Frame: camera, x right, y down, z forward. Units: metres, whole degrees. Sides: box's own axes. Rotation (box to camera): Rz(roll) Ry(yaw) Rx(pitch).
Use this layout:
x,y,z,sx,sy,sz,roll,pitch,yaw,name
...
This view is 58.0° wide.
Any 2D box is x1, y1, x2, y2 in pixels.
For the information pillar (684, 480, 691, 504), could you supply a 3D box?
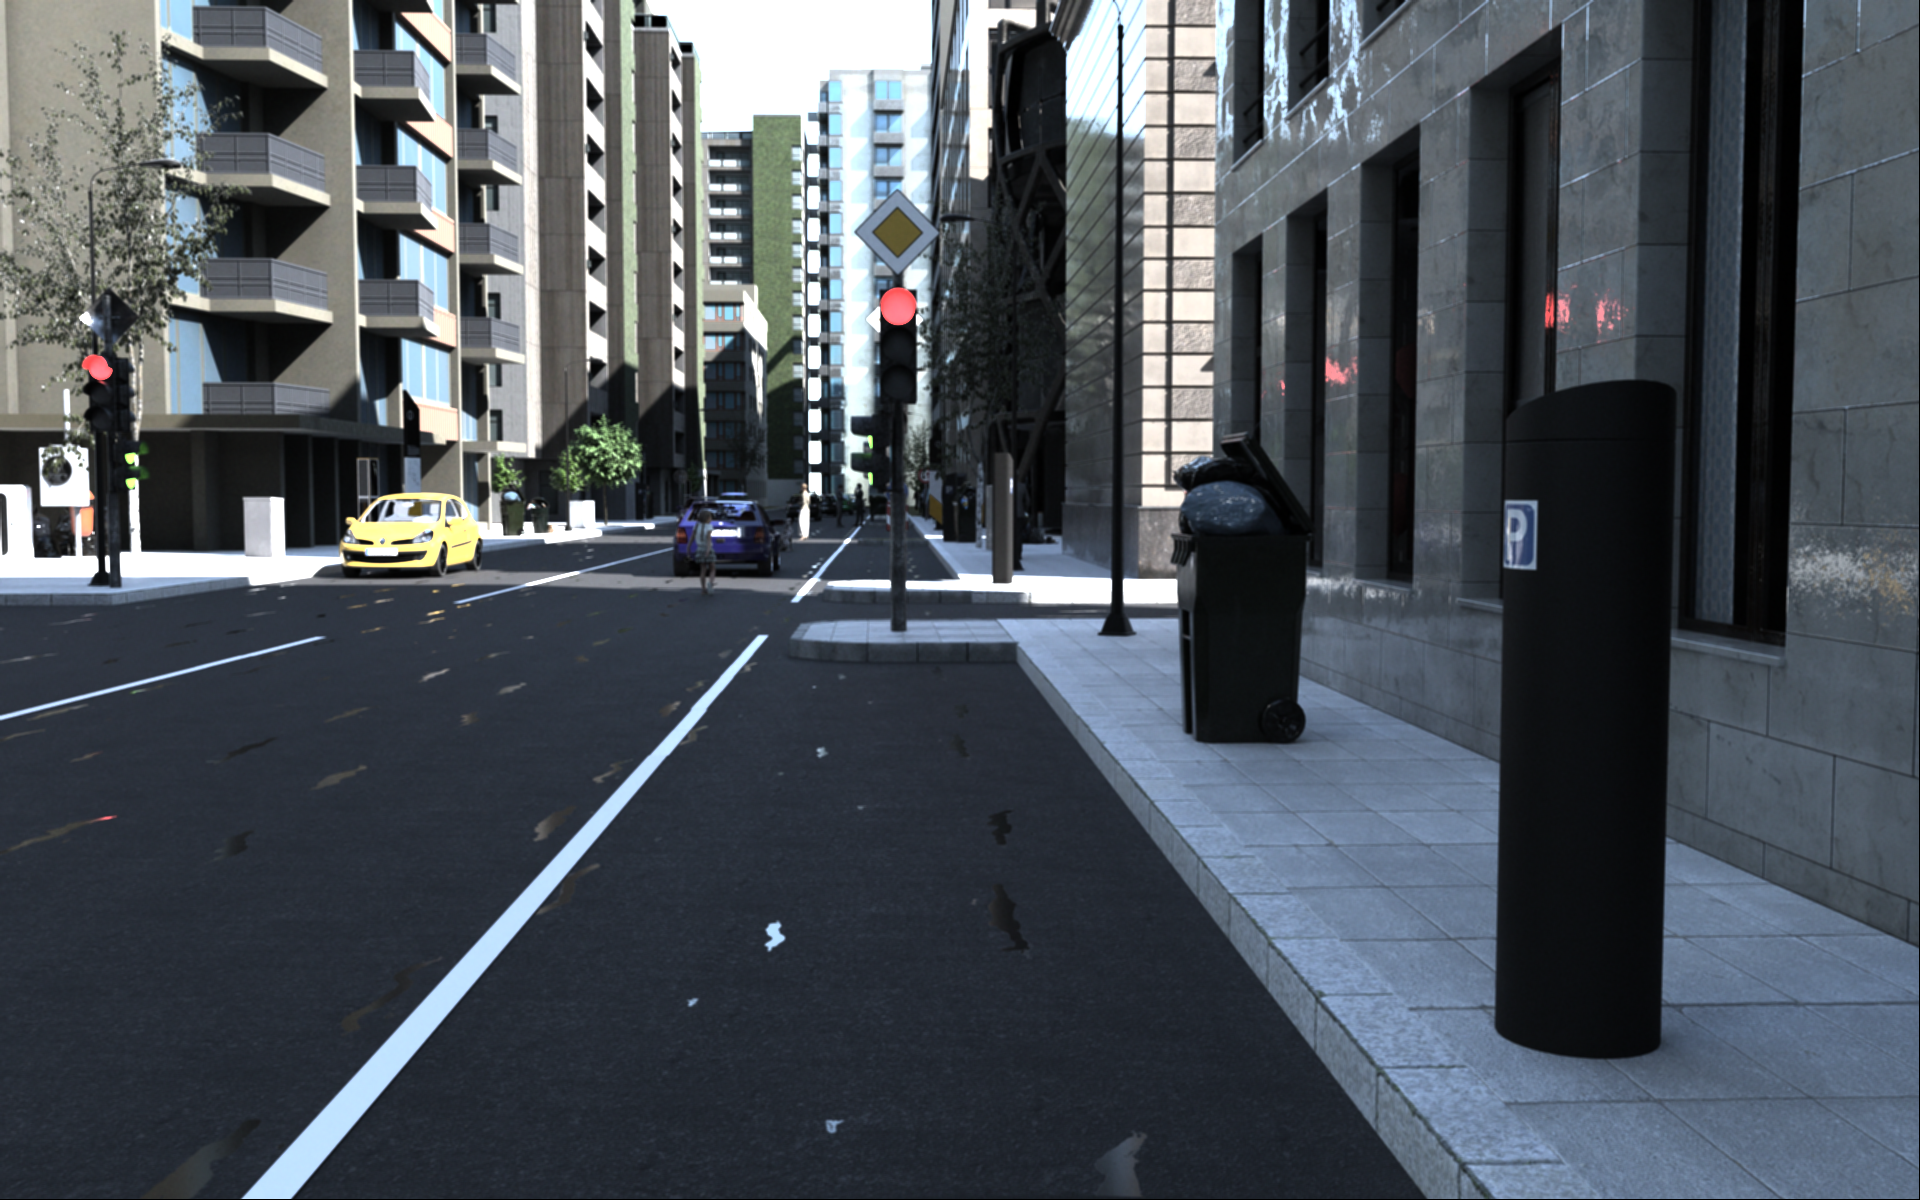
x,y,z,sx,sy,sz,roll,pitch,yaw,name
-14.243,-5.260,90.498,0.304,2.012,0.304,-2,4,-28,information pillar

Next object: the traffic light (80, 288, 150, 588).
x,y,z,sx,sy,sz,roll,pitch,yaw,name
-11.573,-2.124,23.653,0.839,4.253,0.868,0,4,-2,traffic light

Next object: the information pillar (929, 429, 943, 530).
x,y,z,sx,sy,sz,roll,pitch,yaw,name
-0.849,-4.311,61.847,0.504,3.616,0.183,0,4,3,information pillar

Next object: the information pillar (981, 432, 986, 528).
x,y,z,sx,sy,sz,roll,pitch,yaw,name
0.876,-4.548,65.711,0.183,3.616,0.504,1,4,10,information pillar

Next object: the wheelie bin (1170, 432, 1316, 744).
x,y,z,sx,sy,sz,roll,pitch,yaw,name
1.461,-0.073,9.106,0.693,1.594,0.980,0,4,-3,wheelie bin

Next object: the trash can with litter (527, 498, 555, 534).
x,y,z,sx,sy,sz,roll,pitch,yaw,name
-13.518,-2.726,55.956,0.624,1.170,1.055,1,4,8,trash can with litter

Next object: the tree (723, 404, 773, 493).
x,y,z,sx,sy,sz,roll,pitch,yaw,name
-17.733,-11.769,142.782,4.360,8.622,3.978,0,3,0,tree

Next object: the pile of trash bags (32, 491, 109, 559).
x,y,z,sx,sy,sz,roll,pitch,yaw,name
-18.175,-1.556,35.189,1.912,1.369,3.447,-3,5,-40,pile of trash bags

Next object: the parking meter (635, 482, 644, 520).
x,y,z,sx,sy,sz,roll,pitch,yaw,name
-15.779,-4.874,85.394,0.399,1.863,0.255,-2,4,-27,parking meter

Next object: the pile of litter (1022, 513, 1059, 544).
x,y,z,sx,sy,sz,roll,pitch,yaw,name
1.714,-1.897,44.975,1.719,0.858,1.176,3,5,40,pile of litter

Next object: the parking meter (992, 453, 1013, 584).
x,y,z,sx,sy,sz,roll,pitch,yaw,name
0.612,-1.166,24.781,0.255,1.863,0.399,1,4,10,parking meter

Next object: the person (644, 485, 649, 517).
x,y,z,sx,sy,sz,roll,pitch,yaw,name
-17.382,-5.474,95.894,0.444,1.785,0.601,3,4,37,person

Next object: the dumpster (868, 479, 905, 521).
x,y,z,sx,sy,sz,roll,pitch,yaw,name
-3.858,-5.314,91.831,1.985,2.255,1.502,0,4,-1,dumpster

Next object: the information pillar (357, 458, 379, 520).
x,y,z,sx,sy,sz,roll,pitch,yaw,name
-12.073,-1.888,35.364,0.304,2.012,0.304,1,4,20,information pillar

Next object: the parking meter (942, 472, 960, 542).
x,y,z,sx,sy,sz,roll,pitch,yaw,name
-0.283,-2.512,46.775,0.399,1.863,0.255,1,4,10,parking meter

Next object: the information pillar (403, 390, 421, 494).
x,y,z,sx,sy,sz,roll,pitch,yaw,name
-12.406,-2.927,39.219,0.183,3.616,0.504,1,4,20,information pillar

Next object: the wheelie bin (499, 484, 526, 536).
x,y,z,sx,sy,sz,roll,pitch,yaw,name
-13.576,-2.730,52.539,0.693,1.594,0.980,-2,4,-33,wheelie bin

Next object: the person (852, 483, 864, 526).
x,y,z,sx,sy,sz,roll,pitch,yaw,name
-4.519,-4.220,76.862,0.474,1.900,0.648,-1,4,-17,person

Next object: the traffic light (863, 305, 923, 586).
x,y,z,sx,sy,sz,roll,pitch,yaw,name
-0.922,-2.152,24.105,0.839,4.253,0.868,0,4,-2,traffic light

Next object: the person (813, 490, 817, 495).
x,y,z,sx,sy,sz,roll,pitch,yaw,name
-11.613,-7.934,138.741,1.217,1.766,0.721,-1,4,-20,person

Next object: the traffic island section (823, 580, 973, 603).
x,y,z,sx,sy,sz,roll,pitch,yaw,name
-0.881,-0.119,24.220,2.009,0.180,2.903,0,4,-2,traffic island section

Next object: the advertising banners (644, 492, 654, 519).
x,y,z,sx,sy,sz,roll,pitch,yaw,name
-16.727,-5.760,90.357,2.074,3.025,0.090,2,4,35,advertising banners

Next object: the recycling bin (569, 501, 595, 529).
x,y,z,sx,sy,sz,roll,pitch,yaw,name
-13.918,-3.125,63.651,0.722,1.027,0.722,1,4,18,recycling bin

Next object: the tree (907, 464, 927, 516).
x,y,z,sx,sy,sz,roll,pitch,yaw,name
-2.068,-6.607,102.619,1.663,3.219,1.824,0,3,0,tree

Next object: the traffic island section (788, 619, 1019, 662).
x,y,z,sx,sy,sz,roll,pitch,yaw,name
-0.553,0.369,16.242,2.009,0.180,2.903,0,4,-2,traffic island section

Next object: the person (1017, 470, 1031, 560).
x,y,z,sx,sy,sz,roll,pitch,yaw,name
1.020,-1.691,34.082,0.661,1.777,0.834,-1,4,-19,person

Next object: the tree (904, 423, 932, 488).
x,y,z,sx,sy,sz,roll,pitch,yaw,name
-4.506,-13.845,176.733,4.737,8.622,4.395,0,3,0,tree

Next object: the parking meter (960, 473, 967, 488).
x,y,z,sx,sy,sz,roll,pitch,yaw,name
0.017,-2.592,48.083,0.255,1.863,0.399,1,4,15,parking meter

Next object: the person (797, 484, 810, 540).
x,y,z,sx,sy,sz,roll,pitch,yaw,name
-4.905,-2.758,54.149,0.362,1.759,0.519,1,4,17,person

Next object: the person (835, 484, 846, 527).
x,y,z,sx,sy,sz,roll,pitch,yaw,name
-5.138,-4.075,74.928,0.447,1.846,0.655,1,4,9,person

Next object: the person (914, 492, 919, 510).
x,y,z,sx,sy,sz,roll,pitch,yaw,name
-3.404,-8.079,138.955,0.721,1.723,1.217,2,4,26,person

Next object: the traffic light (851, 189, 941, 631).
x,y,z,sx,sy,sz,roll,pitch,yaw,name
-0.594,-1.664,16.126,0.839,4.253,0.868,0,4,-2,traffic light

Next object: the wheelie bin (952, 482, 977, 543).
x,y,z,sx,sy,sz,roll,pitch,yaw,name
0.175,-2.334,46.070,0.693,1.594,0.980,-1,4,-13,wheelie bin

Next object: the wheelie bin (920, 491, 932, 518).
x,y,z,sx,sy,sz,roll,pitch,yaw,name
-1.732,-5.240,93.581,0.693,1.594,0.980,2,4,29,wheelie bin

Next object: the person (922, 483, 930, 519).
x,y,z,sx,sy,sz,roll,pitch,yaw,name
-1.633,-4.999,87.802,0.581,1.822,0.654,0,4,6,person

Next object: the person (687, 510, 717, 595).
x,y,z,sx,sy,sz,roll,pitch,yaw,name
-3.675,-0.675,24.547,0.505,1.210,0.382,1,4,21,person

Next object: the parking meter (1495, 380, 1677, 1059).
x,y,z,sx,sy,sz,roll,pitch,yaw,name
1.465,0.266,4.069,0.372,1.533,0.369,0,3,0,parking meter

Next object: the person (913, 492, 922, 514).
x,y,z,sx,sy,sz,roll,pitch,yaw,name
-2.467,-6.564,113.393,1.348,1.821,0.705,-1,4,-17,person

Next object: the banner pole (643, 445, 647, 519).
x,y,z,sx,sy,sz,roll,pitch,yaw,name
-16.031,-6.003,88.158,0.401,3.779,0.863,0,4,-1,banner pole

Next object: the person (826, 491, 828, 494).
x,y,z,sx,sy,sz,roll,pitch,yaw,name
-12.786,-9.566,165.634,0.721,1.736,1.217,2,4,28,person

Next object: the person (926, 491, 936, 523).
x,y,z,sx,sy,sz,roll,pitch,yaw,name
-1.164,-4.308,76.498,0.660,1.820,0.620,-3,5,-39,person

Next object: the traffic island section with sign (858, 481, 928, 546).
x,y,z,sx,sy,sz,roll,pitch,yaw,name
-1.891,-2.464,48.915,1.989,1.847,2.006,0,4,-2,traffic island section with sign
